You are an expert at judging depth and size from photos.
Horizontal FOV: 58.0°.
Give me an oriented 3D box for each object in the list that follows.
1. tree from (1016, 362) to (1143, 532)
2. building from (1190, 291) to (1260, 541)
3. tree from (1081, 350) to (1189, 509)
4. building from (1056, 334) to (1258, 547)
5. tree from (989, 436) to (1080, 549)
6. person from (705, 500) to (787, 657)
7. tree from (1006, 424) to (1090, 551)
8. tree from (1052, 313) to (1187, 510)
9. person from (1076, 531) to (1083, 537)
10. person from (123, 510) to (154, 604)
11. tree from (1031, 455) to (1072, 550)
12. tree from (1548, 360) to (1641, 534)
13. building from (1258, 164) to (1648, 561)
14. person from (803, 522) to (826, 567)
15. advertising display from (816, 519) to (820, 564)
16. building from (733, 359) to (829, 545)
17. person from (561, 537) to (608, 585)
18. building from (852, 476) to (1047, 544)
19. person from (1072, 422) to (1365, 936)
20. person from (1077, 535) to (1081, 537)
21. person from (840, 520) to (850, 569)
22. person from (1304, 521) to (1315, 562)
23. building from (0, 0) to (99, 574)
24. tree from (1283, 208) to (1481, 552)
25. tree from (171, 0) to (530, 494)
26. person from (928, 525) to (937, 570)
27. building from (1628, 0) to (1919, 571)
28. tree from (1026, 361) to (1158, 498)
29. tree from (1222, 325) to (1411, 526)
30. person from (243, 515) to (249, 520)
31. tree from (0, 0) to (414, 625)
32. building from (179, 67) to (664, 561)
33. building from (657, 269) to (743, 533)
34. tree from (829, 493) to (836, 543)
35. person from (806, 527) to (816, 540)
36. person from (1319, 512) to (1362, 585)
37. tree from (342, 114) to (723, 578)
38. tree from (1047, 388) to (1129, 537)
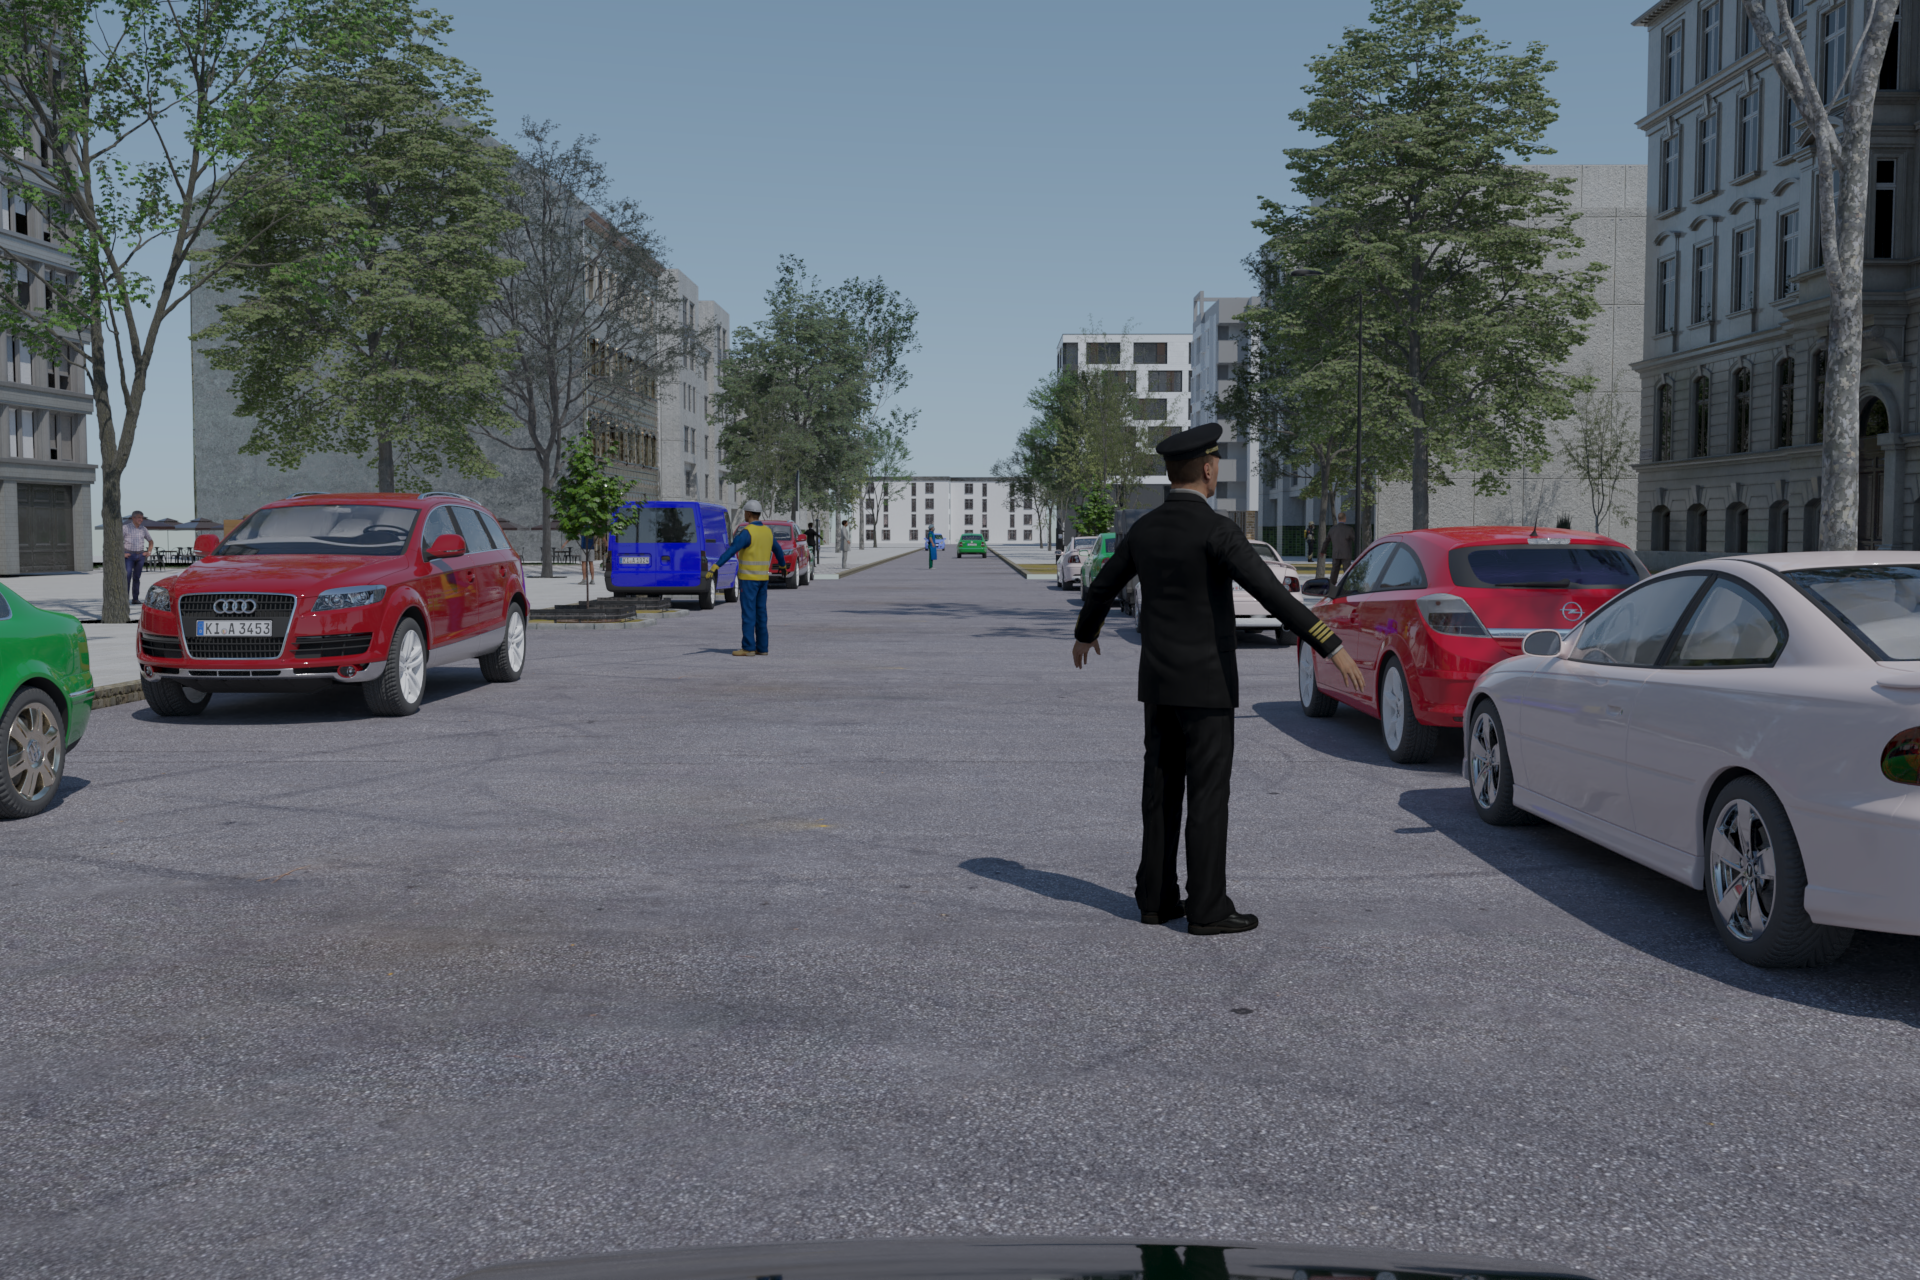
[{"bbox_3d":[7.184,-10.888,103.777,9.928,11.665,9.643,0,3,0],"label":"tree"},{"bbox_3d":[23.257,-17.069,135.501,16.016,20.090,11.380,0,3,0],"label":"building"},{"bbox_3d":[6.377,-7.251,68.919,4.360,8.622,3.978,0,3,0],"label":"tree"},{"bbox_3d":[24.579,-21.339,192.863,27.936,21.610,32.646,0,4,1],"label":"building"},{"bbox_3d":[7.026,-13.313,152.081,8.767,10.594,7.601,-2,4,-28],"label":"tree"},{"bbox_3d":[-2.453,-0.732,20.398,0.705,1.833,1.349,3,4,36],"label":"person"},{"bbox_3d":[7.065,-12.005,130.700,7.601,10.594,8.767,-3,4,-38],"label":"tree"},{"bbox_3d":[4.791,-6.614,58.497,4.360,8.622,3.978,0,3,0],"label":"tree"},{"bbox_3d":[6.038,-4.943,86.961,0.704,1.812,1.346,0,4,-2],"label":"person"},{"bbox_3d":[-14.992,-1.501,31.524,0.436,1.711,0.756,3,5,43],"label":"person"},{"bbox_3d":[7.113,-11.664,141.061,4.360,8.622,3.978,0,3,0],"label":"tree"},{"bbox_3d":[27.030,-7.511,73.166,4.360,8.622,3.978,0,3,0],"label":"tree"},{"bbox_3d":[26.840,-13.775,91.679,16.747,18.905,31.486,0,4,0],"label":"building"},{"bbox_3d":[-5.761,-3.715,67.454,1.216,1.740,0.721,2,4,26],"label":"person"},{"bbox_3d":[-6.044,-4.194,73.779,0.123,1.923,0.974,0,4,-1],"label":"advertising display"},{"bbox_3d":[-24.061,-19.862,191.205,16.747,18.905,31.486,0,4,0],"label":"building"},{"bbox_3d":[-9.464,-2.309,43.925,1.345,1.807,0.704,-3,5,-42],"label":"person"},{"bbox_3d":[-1.353,-18.752,251.196,28.070,9.664,9.099,0,4,4],"label":"building"},{"bbox_3d":[0.853,0.128,6.307,0.705,1.837,1.347,-3,5,-41],"label":"person"},{"bbox_3d":[5.777,-4.450,78.890,1.348,1.813,0.705,-2,4,-34],"label":"person"},{"bbox_3d":[-4.242,-3.549,64.220,0.705,1.806,1.347,-1,4,-9],"label":"person"},{"bbox_3d":[15.929,-4.449,78.521,0.705,1.856,1.354,1,4,16],"label":"person"},{"bbox_3d":[-31.879,-12.248,46.934,8.464,21.280,15.925,0,4,1],"label":"building"},{"bbox_3d":[14.586,-8.702,60.407,7.486,12.596,7.792,0,3,0],"label":"tree"},{"bbox_3d":[-12.324,-7.206,35.940,7.486,12.596,7.792,0,3,0],"label":"tree"},{"bbox_3d":[-1.116,-3.756,69.989,0.704,1.817,1.347,0,4,0],"label":"person"},{"bbox_3d":[29.562,-13.824,45.114,14.460,24.649,34.723,0,3,0],"label":"building"},{"bbox_3d":[7.118,-9.761,94.000,7.601,10.594,8.767,-1,4,-16],"label":"tree"},{"bbox_3d":[15.293,-8.352,70.964,8.767,10.594,7.601,-2,4,-32],"label":"tree"},{"bbox_3d":[-19.630,-2.551,47.796,1.344,1.819,0.704,2,4,30],"label":"person"},{"bbox_3d":[-12.065,-6.054,24.744,9.928,11.665,9.643,0,3,0],"label":"tree"},{"bbox_3d":[-26.592,-15.834,89.822,19.493,23.208,18.063,0,4,1],"label":"building"},{"bbox_3d":[-26.967,-16.207,131.447,16.747,18.905,31.486,0,4,0],"label":"building"},{"bbox_3d":[-18.332,-18.235,248.505,4.360,8.622,3.978,0,3,0],"label":"tree"},{"bbox_3d":[-7.090,-4.616,81.653,0.705,1.806,1.347,3,4,37],"label":"person"},{"bbox_3d":[8.352,-1.916,37.918,0.990,1.755,0.434,3,4,38],"label":"person"},{"bbox_3d":[-12.053,-8.563,50.367,12.009,13.543,11.850,0,3,0],"label":"tree"},{"bbox_3d":[6.601,-8.265,85.499,4.737,8.622,4.395,0,3,0],"label":"tree"}]
